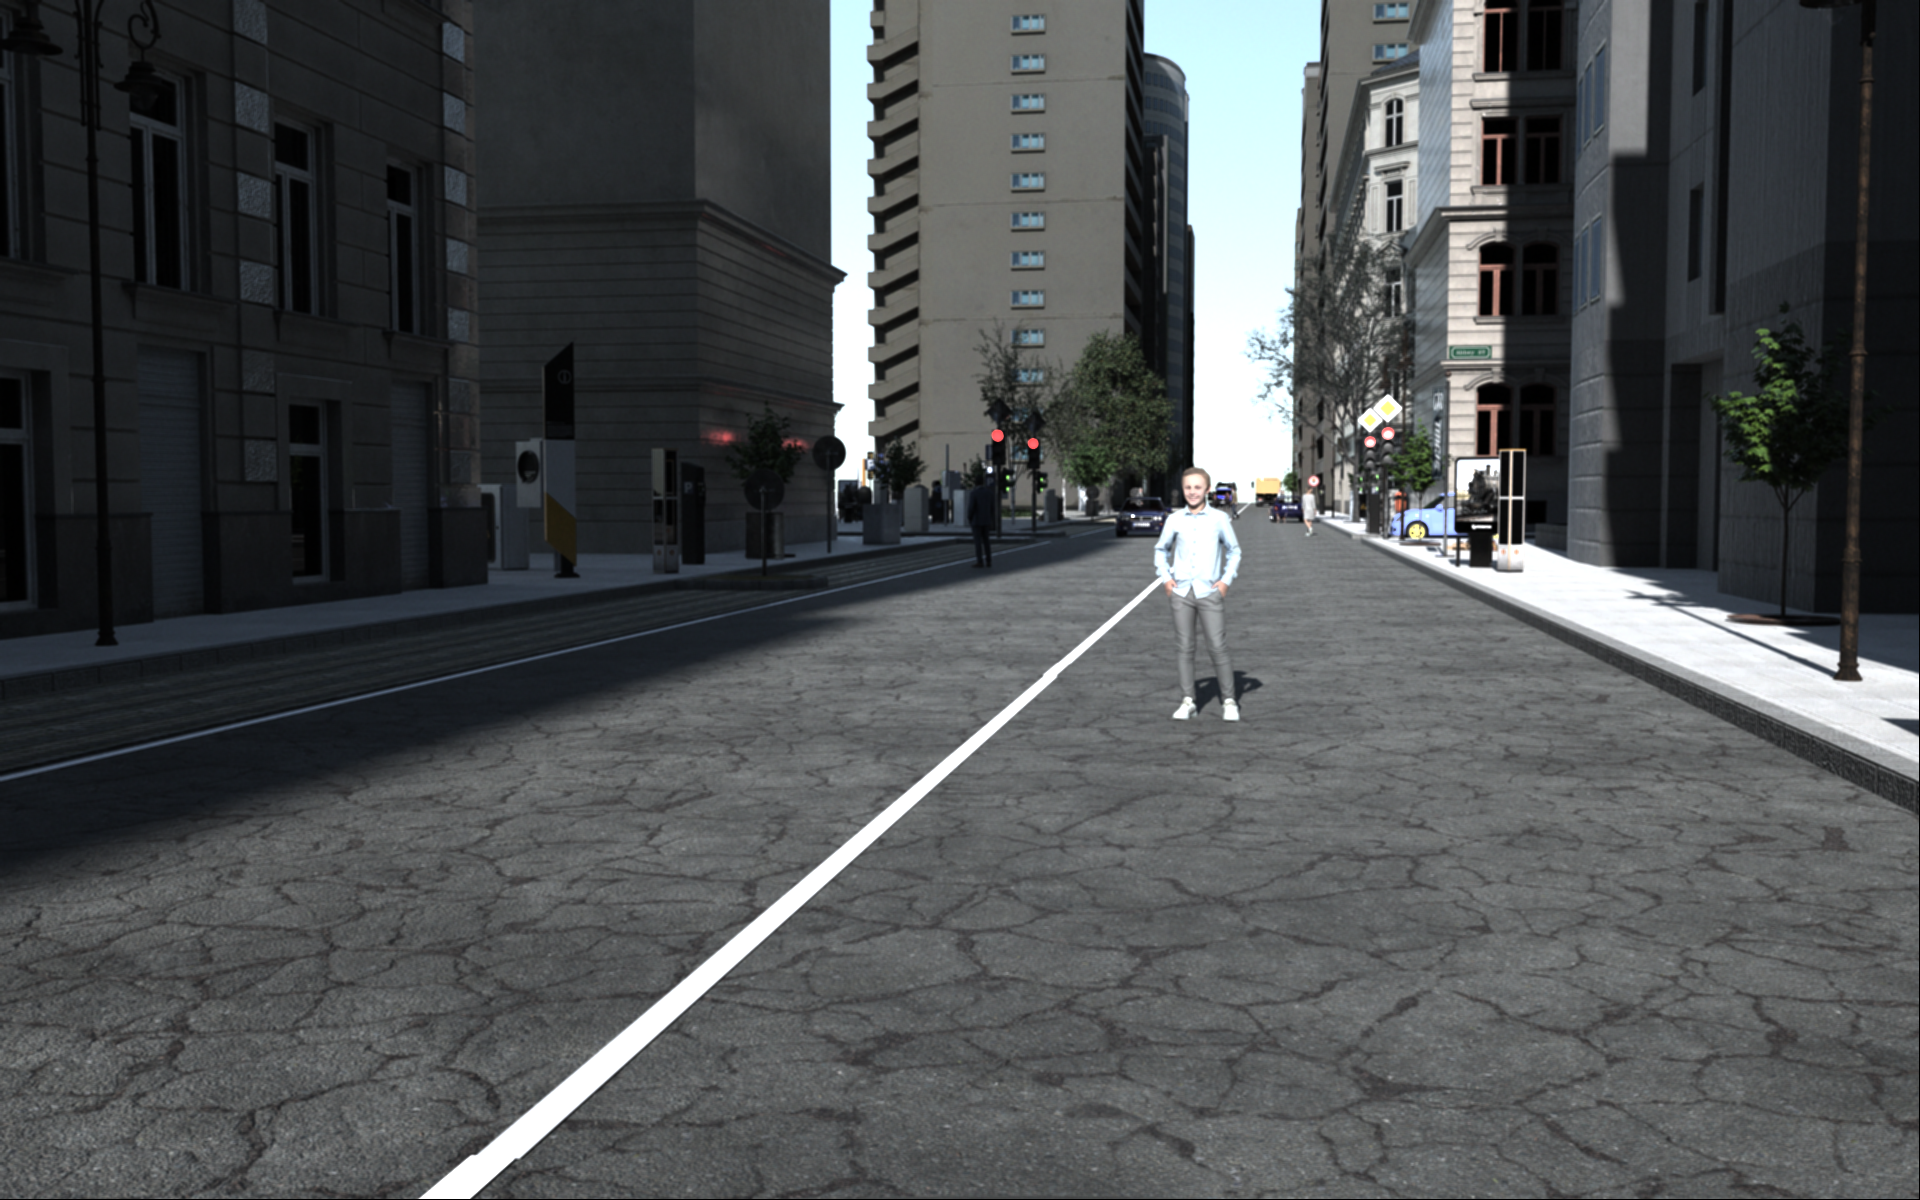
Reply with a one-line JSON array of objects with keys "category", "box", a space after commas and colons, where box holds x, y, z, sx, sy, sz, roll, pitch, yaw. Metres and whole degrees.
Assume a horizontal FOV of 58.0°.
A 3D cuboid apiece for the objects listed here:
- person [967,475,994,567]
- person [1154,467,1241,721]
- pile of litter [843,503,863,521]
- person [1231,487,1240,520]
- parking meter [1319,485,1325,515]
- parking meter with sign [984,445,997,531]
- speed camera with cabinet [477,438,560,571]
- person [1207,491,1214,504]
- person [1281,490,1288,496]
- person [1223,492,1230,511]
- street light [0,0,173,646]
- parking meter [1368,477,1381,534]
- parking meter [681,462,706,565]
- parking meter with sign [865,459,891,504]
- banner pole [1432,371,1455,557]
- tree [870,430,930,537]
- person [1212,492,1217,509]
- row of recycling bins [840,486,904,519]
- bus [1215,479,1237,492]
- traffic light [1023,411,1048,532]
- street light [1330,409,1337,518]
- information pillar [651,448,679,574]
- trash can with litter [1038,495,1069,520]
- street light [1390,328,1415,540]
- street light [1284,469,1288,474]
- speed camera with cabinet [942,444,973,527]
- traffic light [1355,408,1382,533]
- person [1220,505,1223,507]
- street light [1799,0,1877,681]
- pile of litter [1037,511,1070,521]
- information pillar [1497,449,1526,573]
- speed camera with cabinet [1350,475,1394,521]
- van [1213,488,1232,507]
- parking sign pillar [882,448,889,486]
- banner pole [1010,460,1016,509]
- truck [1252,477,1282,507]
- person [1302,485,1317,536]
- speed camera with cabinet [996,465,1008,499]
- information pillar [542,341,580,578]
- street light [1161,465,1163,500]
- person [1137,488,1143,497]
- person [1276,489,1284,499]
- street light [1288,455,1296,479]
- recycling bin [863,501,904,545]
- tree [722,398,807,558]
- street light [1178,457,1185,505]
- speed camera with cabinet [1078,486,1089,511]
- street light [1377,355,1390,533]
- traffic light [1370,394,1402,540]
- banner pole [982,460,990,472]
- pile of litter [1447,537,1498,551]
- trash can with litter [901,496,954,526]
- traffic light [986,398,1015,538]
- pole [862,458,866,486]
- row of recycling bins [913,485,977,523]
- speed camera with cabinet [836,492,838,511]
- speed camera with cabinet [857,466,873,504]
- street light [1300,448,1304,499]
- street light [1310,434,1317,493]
[{"category": "person", "box": [0.426, -1.548, 33.991, 0.721, 1.800, 0.419, -3, 5, -41]}, {"category": "person", "box": [1.510, -0.045, 11.044, 0.589, 1.601, 0.330, 2, 4, 25]}, {"category": "pile of litter", "box": [-5.175, -4.251, 83.472, 1.176, 0.858, 1.719, 2, 4, 27]}, {"category": "person", "box": [15.455, -5.456, 97.618, 0.836, 1.842, 0.656, -3, 5, -42]}, {"category": "parking meter", "box": [22.295, -6.173, 106.633, 0.255, 1.863, 0.399, 2, 4, 31]}, {"category": "parking meter with sign", "box": [1.066, -3.916, 60.289, 0.543, 3.016, 1.738, 0, 4, 8]}, {"category": "speed camera with cabinet", "box": [-7.435, -2.122, 29.036, 2.038, 3.252, 0.660, 3, 5, 40]}, {"category": "person", "box": [29.737, -11.926, 203.486, 1.348, 1.824, 0.705, 1, 4, 16]}, {"category": "person", "box": [29.259, -9.015, 156.431, 0.750, 1.759, 0.617, -1, 4, -12]}, {"category": "person", "box": [22.497, -8.329, 146.153, 0.593, 1.643, 0.415, -1, 4, -9]}, {"category": "street light", "box": [-7.241, -2.552, 14.519, 0.468, 5.910, 1.993, 1, 4, 10]}, {"category": "parking meter", "box": [13.395, -3.077, 56.023, 0.399, 1.863, 0.255, 1, 4, 14]}, {"category": "parking meter", "box": [-4.859, -1.581, 31.563, 0.399, 1.863, 0.255, 2, 4, 28]}, {"category": "parking meter with sign", "box": [-3.958, -5.469, 85.685, 0.543, 3.016, 1.738, -3, 4, -38]}, {"category": "banner pole", "box": [9.883, -2.787, 35.577, 0.401, 3.779, 0.863, -1, 4, -12]}, {"category": "tree", "box": [-1.973, -3.527, 52.261, 1.663, 3.219, 1.824, 0, 3, 0]}, {"category": "person", "box": [21.232, -8.219, 144.344, 0.415, 1.643, 0.593, -1, 4, -17]}, {"category": "row of recycling bins", "box": [-4.390, -4.982, 88.572, 3.534, 1.692, 1.069, 0, 4, 1]}, {"category": "bus", "box": [36.432, -14.794, 236.739, 2.948, 3.499, 13.247, 1, 4, 9]}, {"category": "traffic light", "box": [2.526, -4.259, 58.562, 0.839, 4.253, 0.868, 1, 4, 10]}, {"category": "street light", "box": [20.276, -7.411, 93.956, 0.468, 5.910, 1.993, 1, 4, 10]}, {"category": "information pillar", "box": [-4.761, -1.437, 27.995, 0.304, 2.012, 0.304, 3, 4, 39]}, {"category": "trash can with litter", "box": [4.632, -4.619, 86.574, 2.233, 1.210, 1.678, -3, 5, -44]}, {"category": "street light", "box": [12.368, -4.617, 48.269, 0.468, 5.910, 1.993, 1, 4, 10]}, {"category": "street light", "box": [47.513, -16.999, 250.715, 0.468, 5.910, 1.993, 1, 4, 10]}, {"category": "speed camera with cabinet", "box": [-0.031, -4.525, 68.316, 0.660, 3.252, 2.038, -2, 4, -27]}, {"category": "traffic light", "box": [13.379, -4.146, 56.703, 0.839, 4.253, 0.868, 1, 4, 10]}, {"category": "person", "box": [29.183, -11.278, 193.608, 0.721, 1.735, 1.217, 3, 5, 44]}, {"category": "street light", "box": [6.127, -2.384, 11.773, 0.468, 5.910, 1.993, 1, 4, 10]}, {"category": "pile of litter", "box": [4.862, -4.578, 88.811, 1.719, 0.858, 1.176, 0, 4, 6]}, {"category": "information pillar", "box": [9.040, -1.462, 28.395, 0.304, 2.012, 0.304, -1, 4, -22]}, {"category": "speed camera with cabinet", "box": [19.904, -5.462, 83.639, 2.038, 3.252, 0.660, -1, 4, -12]}, {"category": "van", "box": [28.855, -11.293, 189.030, 2.240, 2.365, 5.245, 1, 4, 12]}, {"category": "parking sign pillar", "box": [-4.409, -6.950, 102.106, 1.447, 3.967, 1.447, 0, 4, -3]}, {"category": "banner pole", "box": [3.846, -8.310, 125.885, 0.401, 3.779, 0.863, -2, 4, -31]}, {"category": "truck", "box": [35.446, -12.462, 199.674, 3.469, 3.379, 9.791, 1, 4, 8]}, {"category": "person", "box": [12.032, -3.079, 59.584, 0.466, 1.731, 0.760, -1, 4, -10]}, {"category": "speed camera with cabinet", "box": [1.204, -5.151, 78.547, 2.038, 3.252, 0.660, -2, 4, -32]}, {"category": "information pillar", "box": [-6.108, -2.147, 26.466, 0.504, 3.616, 0.183, -2, 4, -34]}, {"category": "street light", "box": [19.948, -12.121, 170.960, 0.468, 5.910, 1.993, 1, 4, 10]}, {"category": "person", "box": [9.980, -5.287, 95.338, 0.834, 1.777, 0.661, 1, 4, 12]}, {"category": "person", "box": [21.072, -6.445, 114.270, 0.834, 1.777, 0.661, -3, 5, -44]}, {"category": "street light", "box": [41.235, -14.774, 214.335, 0.468, 5.910, 1.993, 1, 4, 10]}, {"category": "recycling bin", "box": [-2.005, -1.944, 44.346, 0.722, 1.027, 0.722, 3, 5, 40]}, {"category": "tree", "box": [-4.008, -2.483, 35.204, 1.663, 3.219, 1.824, 0, 3, 0]}, {"category": "street light", "box": [27.890, -14.906, 216.504, 0.468, 5.910, 1.993, 1, 4, 10]}, {"category": "speed camera with cabinet", "box": [9.447, -8.461, 132.668, 0.660, 3.252, 2.038, 0, 4, -3]}, {"category": "street light", "box": [14.105, -5.185, 57.557, 0.468, 5.910, 1.993, 1, 4, 10]}, {"category": "traffic light", "box": [12.015, -3.664, 48.835, 0.839, 4.253, 0.868, 1, 4, 10]}, {"category": "banner pole", "box": [1.705, -7.673, 115.462, 0.863, 3.779, 0.401, 0, 4, -8]}, {"category": "pile of litter", "box": [11.776, -1.560, 39.477, 1.176, 0.858, 1.719, 0, 4, -5]}, {"category": "trash can with litter", "box": [-1.140, -3.891, 74.667, 1.678, 1.210, 2.233, -3, 5, -40]}, {"category": "traffic light", "box": [1.162, -3.778, 50.694, 0.839, 4.253, 0.868, 1, 4, 10]}, {"category": "pole", "box": [-5.457, -6.389, 98.297, 0.158, 3.312, 0.155, 0, 3, 0]}, {"category": "row of recycling bins", "box": [-0.477, -4.275, 77.017, 3.534, 1.692, 1.069, 1, 4, 11]}, {"category": "speed camera with cabinet", "box": [-8.517, -8.511, 133.486, 2.038, 3.252, 0.660, 1, 4, 11]}, {"category": "speed camera with cabinet", "box": [-6.641, -7.817, 122.140, 0.660, 3.252, 2.038, -3, 5, -44]}, {"category": "street light", "box": [33.334, -12.007, 169.109, 0.468, 5.910, 1.993, 1, 4, 10]}, {"category": "street light", "box": [26.994, -9.783, 132.740, 0.468, 5.910, 1.993, 1, 4, 10]}]
